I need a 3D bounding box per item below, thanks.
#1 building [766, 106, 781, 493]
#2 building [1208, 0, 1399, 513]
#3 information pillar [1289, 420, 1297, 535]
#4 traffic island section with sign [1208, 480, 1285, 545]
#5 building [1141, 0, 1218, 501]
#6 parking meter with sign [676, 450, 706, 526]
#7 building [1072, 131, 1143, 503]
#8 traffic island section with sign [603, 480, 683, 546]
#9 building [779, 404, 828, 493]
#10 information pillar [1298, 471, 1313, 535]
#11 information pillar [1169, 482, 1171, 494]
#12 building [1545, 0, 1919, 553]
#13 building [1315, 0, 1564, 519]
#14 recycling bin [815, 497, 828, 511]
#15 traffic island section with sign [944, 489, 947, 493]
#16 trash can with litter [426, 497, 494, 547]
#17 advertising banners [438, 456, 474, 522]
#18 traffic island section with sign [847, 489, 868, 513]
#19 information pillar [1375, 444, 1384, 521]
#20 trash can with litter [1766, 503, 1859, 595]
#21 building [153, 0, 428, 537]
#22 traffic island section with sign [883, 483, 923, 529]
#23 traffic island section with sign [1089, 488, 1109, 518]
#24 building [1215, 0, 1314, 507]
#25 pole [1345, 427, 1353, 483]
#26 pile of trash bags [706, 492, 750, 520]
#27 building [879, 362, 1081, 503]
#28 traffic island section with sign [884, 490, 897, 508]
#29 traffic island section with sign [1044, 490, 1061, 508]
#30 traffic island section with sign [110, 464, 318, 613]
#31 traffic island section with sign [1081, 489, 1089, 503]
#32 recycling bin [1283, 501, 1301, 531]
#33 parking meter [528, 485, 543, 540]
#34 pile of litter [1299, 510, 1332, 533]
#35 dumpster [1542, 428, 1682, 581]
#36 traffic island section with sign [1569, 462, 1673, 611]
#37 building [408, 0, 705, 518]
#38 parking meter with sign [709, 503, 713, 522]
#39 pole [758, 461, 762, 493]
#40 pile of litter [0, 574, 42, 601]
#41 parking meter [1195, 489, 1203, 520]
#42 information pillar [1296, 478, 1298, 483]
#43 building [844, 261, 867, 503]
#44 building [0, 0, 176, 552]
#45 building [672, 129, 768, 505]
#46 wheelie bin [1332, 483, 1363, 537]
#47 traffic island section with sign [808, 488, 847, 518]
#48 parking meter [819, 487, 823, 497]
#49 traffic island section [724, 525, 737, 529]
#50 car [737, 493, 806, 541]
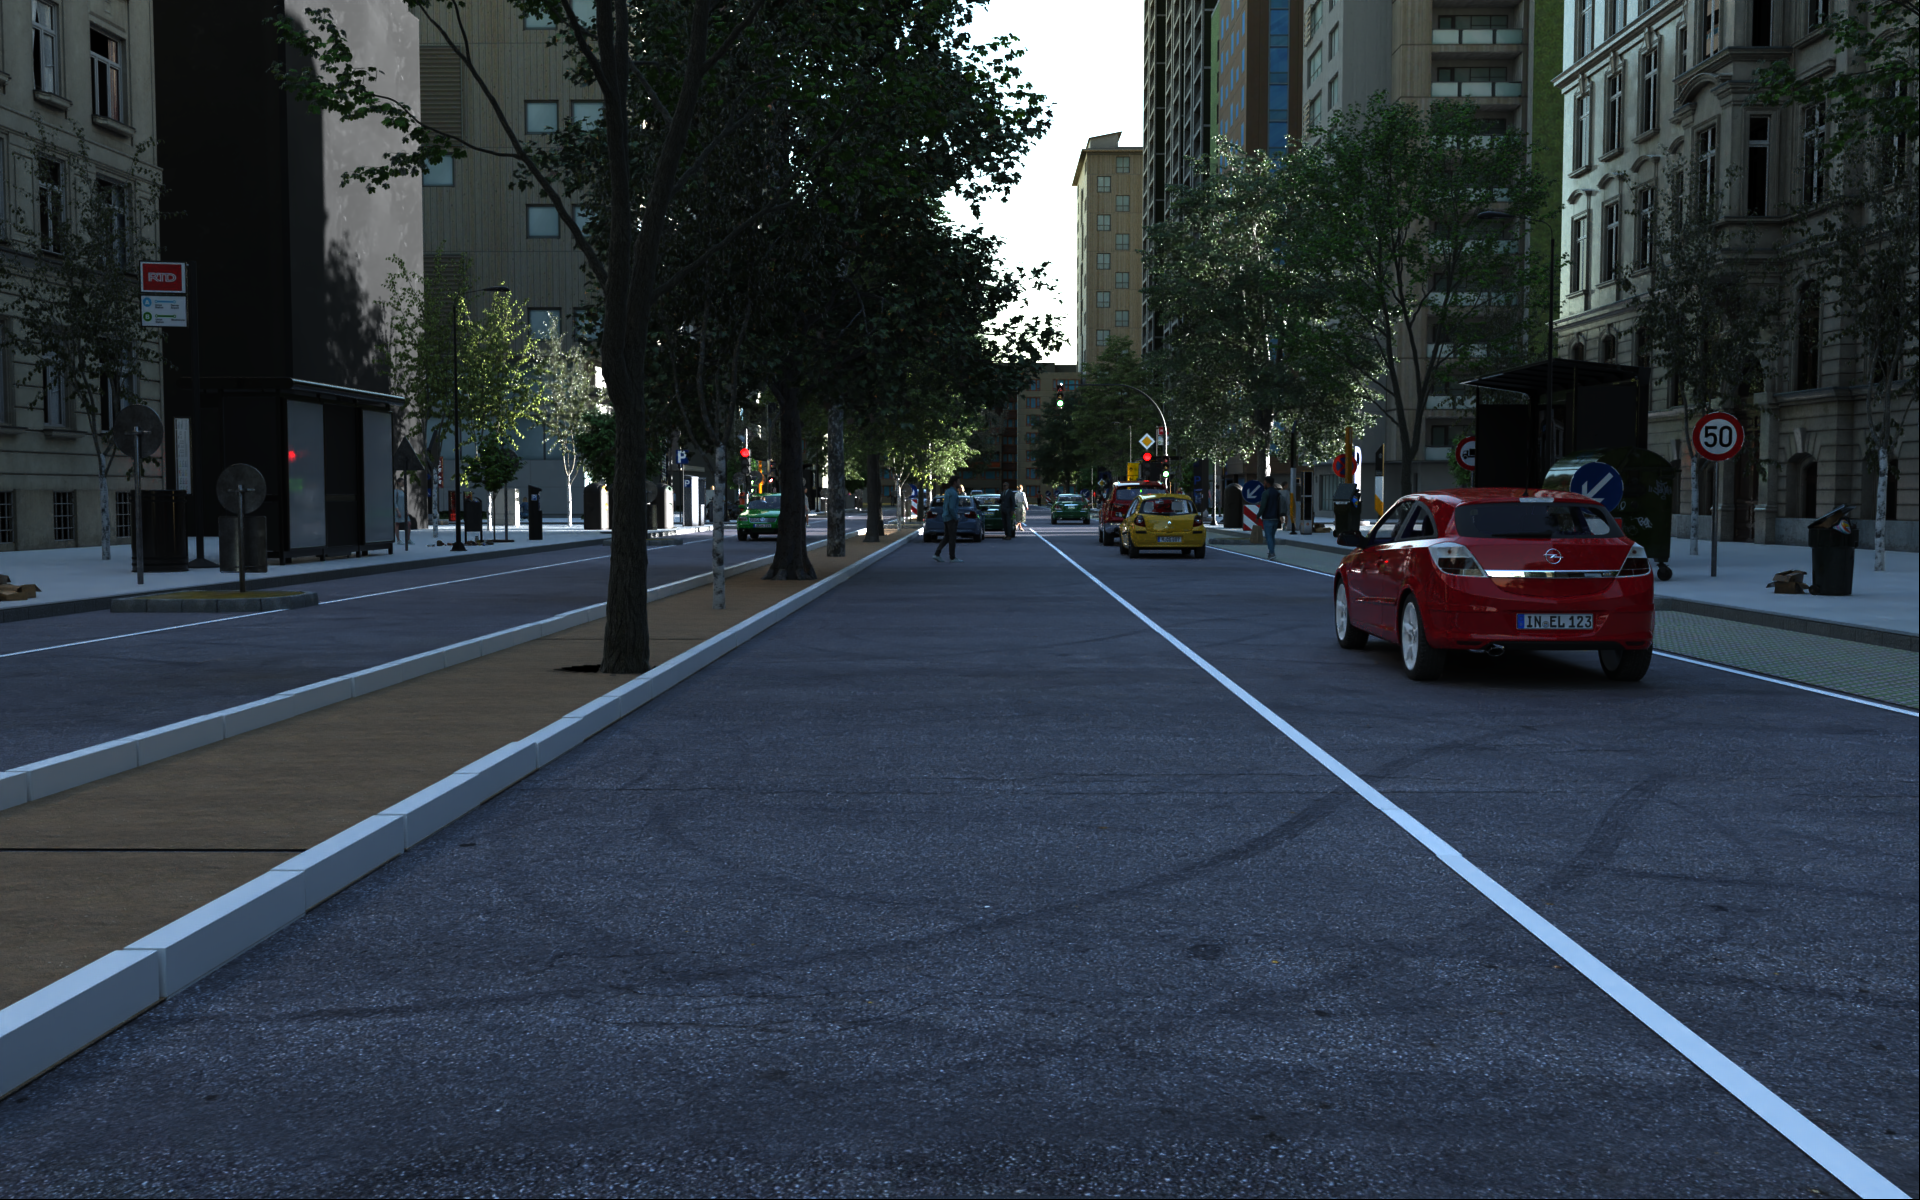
[{"bbox_3d":[-28.378,-31.496,169.586,22.147,44.769,28.867,0,4,1],"label":"building"},{"bbox_3d":[27.940,-28.334,146.861,14.154,41.232,14.086,0,4,1],"label":"building"},{"bbox_3d":[10.575,-3.888,54.918,0.183,3.616,0.504,1,4,22],"label":"information pillar"},{"bbox_3d":[8.141,-2.492,49.377,1.989,1.847,2.006,0,4,1],"label":"traffic island section with sign"},{"bbox_3d":[31.105,-47.229,210.438,20.563,71.187,20.611,0,4,1],"label":"building"},{"bbox_3d":[-10.742,-4.461,69.202,0.543,3.016,1.738,1,4,14],"label":"parking meter with sign"},{"bbox_3d":[31.103,-41.002,259.626,27.495,52.752,28.713,0,4,1],"label":"building"},{"bbox_3d":[-8.891,-2.460,48.845,1.989,1.847,2.006,0,4,1],"label":"traffic island section with sign"},{"bbox_3d":[-31.584,-22.306,209.746,28.899,21.520,27.650,0,4,1],"label":"building"},{"bbox_3d":[10.947,-3.071,54.704,0.304,2.012,0.304,0,4,-6],"label":"information pillar"},{"bbox_3d":[12.615,-6.168,105.339,0.304,2.012,0.304,-1,4,-14],"label":"information pillar"},{"bbox_3d":[26.223,-13.799,44.701,14.460,24.649,34.723,0,4,1],"label":"building"},{"bbox_3d":[25.986,-24.880,90.378,14.086,41.232,14.154,0,4,1],"label":"building"},{"bbox_3d":[-10.236,-7.081,128.333,0.722,1.027,0.722,-3,5,-42],"label":"recycling bin"},{"bbox_3d":[-1.127,-8.953,154.523,2.006,1.907,1.989,0,4,1],"label":"traffic island section with sign"},{"bbox_3d":[-12.522,-1.967,43.213,1.678,1.210,2.233,2,4,33],"label":"trash can with litter"},{"bbox_3d":[-23.534,-5.156,80.492,0.090,3.025,2.074,3,5,45],"label":"advertising banners"},{"bbox_3d":[-7.653,-7.522,131.615,1.989,1.847,2.006,0,4,1],"label":"traffic island section with sign"},{"bbox_3d":[19.627,-5.483,81.001,0.183,3.616,0.504,-2,4,-31],"label":"information pillar"},{"bbox_3d":[10.877,-0.656,22.111,1.055,1.170,0.624,3,5,44],"label":"trash can with litter"},{"bbox_3d":[-27.745,-13.940,57.599,15.834,23.373,12.332,0,4,1],"label":"building"},{"bbox_3d":[-2.356,-3.905,71.987,2.006,1.907,1.989,0,4,1],"label":"traffic island section with sign"},{"bbox_3d":[8.958,-5.843,104.168,1.989,1.847,2.006,0,4,1],"label":"traffic island section with sign"},{"bbox_3d":[26.409,-29.024,124.655,14.600,45.320,14.200,0,4,1],"label":"building"},{"bbox_3d":[11.878,-3.616,52.965,0.158,3.312,0.155,0,3,0],"label":"pole"},{"bbox_3d":[-11.278,-4.646,85.711,1.912,1.369,3.447,-2,4,-33],"label":"pile of trash bags"},{"bbox_3d":[2.891,-25.365,259.751,28.899,21.520,27.650,0,4,1],"label":"building"},{"bbox_3d":[-6.899,-10.613,182.154,1.989,1.847,2.006,0,4,1],"label":"traffic island section with sign"},{"bbox_3d":[10.104,-10.604,181.997,1.989,1.847,2.006,0,4,1],"label":"traffic island section with sign"},{"bbox_3d":[-9.292,-0.811,21.893,1.989,1.847,2.006,0,4,1],"label":"traffic island section with sign"},{"bbox_3d":[9.367,-7.500,131.256,1.989,1.847,2.006,0,4,1],"label":"traffic island section with sign"},{"bbox_3d":[11.767,-2.964,61.013,0.722,1.027,0.722,0,4,-3],"label":"recycling bin"},{"bbox_3d":[-11.897,-2.453,48.522,0.372,1.533,0.369,0,3,0],"label":"parking meter"},{"bbox_3d":[11.894,-2.688,57.911,1.176,0.858,1.719,2,4,31],"label":"pile of litter"},{"bbox_3d":[9.888,-1.458,26.335,1.502,2.255,1.985,0,4,1],"label":"dumpster"},{"bbox_3d":[7.735,-0.823,22.087,1.989,1.847,2.006,0,4,1],"label":"traffic island section with sign"},{"bbox_3d":[-31.024,-31.464,103.683,28.713,52.752,27.495,0,4,1],"label":"building"},{"bbox_3d":[-11.994,-5.084,79.383,1.738,3.016,0.543,0,4,-1],"label":"parking meter with sign"},{"bbox_3d":[-12.168,-6.823,105.391,0.158,3.312,0.155,0,3,0],"label":"pole"},{"bbox_3d":[-11.954,-0.448,21.283,1.176,0.858,1.719,-1,4,-18],"label":"pile of litter"},{"bbox_3d":[10.978,-4.354,79.596,0.372,1.533,0.369,0,3,0],"label":"parking meter"},{"bbox_3d":[15.317,-4.566,79.141,0.304,2.012,0.304,-2,4,-31],"label":"information pillar"},{"bbox_3d":[-18.701,-34.799,252.562,14.086,41.232,14.154,0,4,1],"label":"building"},{"bbox_3d":[-28.526,-12.113,31.330,16.112,22.955,30.059,0,4,1],"label":"building"},{"bbox_3d":[-27.913,-31.763,143.026,21.300,48.544,21.600,0,4,1],"label":"building"},{"bbox_3d":[11.420,-2.642,51.103,0.693,1.594,0.980,-3,5,-42],"label":"wheelie bin"},{"bbox_3d":[-8.063,-5.859,104.430,1.989,1.847,2.006,0,4,1],"label":"traffic island section with sign"},{"bbox_3d":[-11.088,-8.116,138.414,0.255,1.863,0.399,-3,5,-42],"label":"parking meter"},{"bbox_3d":[-8.876,-3.032,71.850,2.009,0.180,2.903,0,4,1],"label":"traffic island section"},{"bbox_3d":[-5.927,-2.807,54.688,1.959,1.807,4.718,0,4,1],"label":"car"}]
